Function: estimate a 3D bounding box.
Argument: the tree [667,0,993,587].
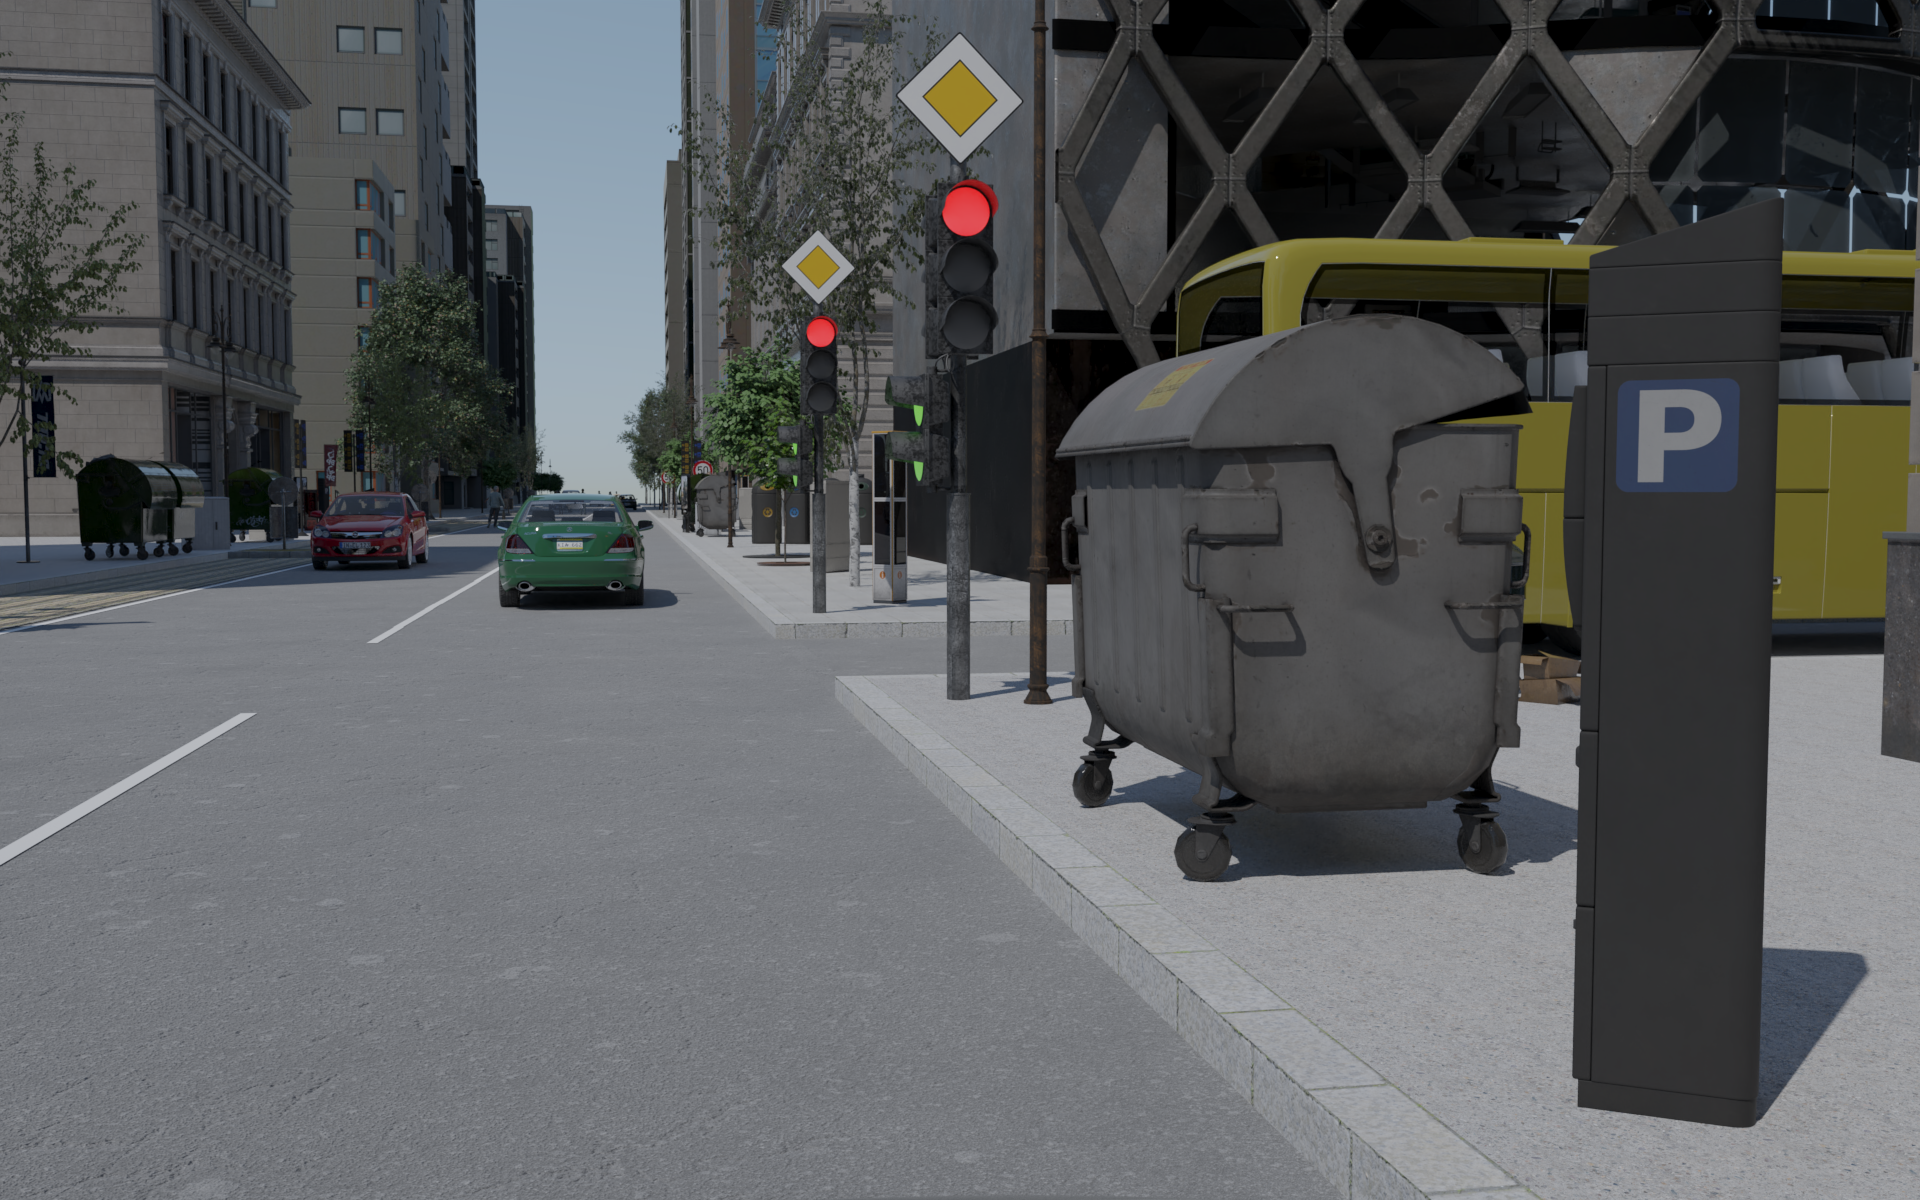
[{"bbox_3d":[-1.701,-4.489,23.759,4.360,8.622,3.978,0,3,0],"label":"tree"}]

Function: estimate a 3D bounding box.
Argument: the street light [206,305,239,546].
[{"bbox_3d":[-18.011,-4.260,42.435,0.468,5.910,1.993,-1,4,-11],"label":"street light"}]

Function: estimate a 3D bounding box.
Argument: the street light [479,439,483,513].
[{"bbox_3d":[-32.293,-8.814,116.900,0.468,5.910,1.993,-1,4,-11],"label":"street light"}]

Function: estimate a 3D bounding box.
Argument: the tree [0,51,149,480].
[{"bbox_3d":[-15.878,-4.763,28.242,4.737,8.622,4.395,0,3,0],"label":"tree"}]

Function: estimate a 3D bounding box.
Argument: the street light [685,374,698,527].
[{"bbox_3d":[-10.370,-5.763,67.020,0.468,5.910,1.993,-1,4,-11],"label":"street light"}]

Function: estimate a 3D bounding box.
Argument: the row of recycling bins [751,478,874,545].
[{"bbox_3d":[-3.724,-2.272,44.254,3.534,1.692,1.069,1,4,21],"label":"row of recycling bins"}]

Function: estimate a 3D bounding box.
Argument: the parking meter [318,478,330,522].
[{"bbox_3d":[-23.351,-3.540,63.586,0.255,1.863,0.399,1,4,12],"label":"parking meter"}]

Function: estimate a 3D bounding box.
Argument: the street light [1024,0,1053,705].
[{"bbox_3d":[0.479,-2.303,10.443,0.468,5.910,1.993,-1,4,-11],"label":"street light"}]

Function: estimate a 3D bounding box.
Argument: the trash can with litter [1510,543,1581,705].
[{"bbox_3d":[3.514,0.027,10.945,0.624,1.170,1.055,-3,5,-44],"label":"trash can with litter"}]

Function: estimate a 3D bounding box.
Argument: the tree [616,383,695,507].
[{"bbox_3d":[-30.660,-16.014,178.844,9.611,12.733,9.660,0,3,0],"label":"tree"}]

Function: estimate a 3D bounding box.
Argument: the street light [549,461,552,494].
[{"bbox_3d":[-53.303,-15.449,225.375,0.468,5.910,1.993,-1,4,-11],"label":"street light"}]

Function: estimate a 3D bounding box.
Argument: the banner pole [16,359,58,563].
[{"bbox_3d":[-17.157,-2.578,32.171,0.863,3.779,0.401,1,4,8],"label":"banner pole"}]

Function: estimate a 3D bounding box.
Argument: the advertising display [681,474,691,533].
[{"bbox_3d":[-9.087,-3.193,57.424,0.123,1.923,0.974,-1,4,-21],"label":"advertising display"}]

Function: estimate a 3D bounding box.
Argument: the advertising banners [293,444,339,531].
[{"bbox_3d":[-22.721,-3.934,60.503,2.074,3.025,0.090,-2,4,-35],"label":"advertising banners"}]

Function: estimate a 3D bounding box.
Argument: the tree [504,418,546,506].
[{"bbox_3d":[-42.077,-13.176,165.784,4.360,8.622,3.978,0,3,0],"label":"tree"}]

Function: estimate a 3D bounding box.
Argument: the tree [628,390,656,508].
[{"bbox_3d":[-16.625,-9.139,99.779,4.360,8.622,3.978,0,3,0],"label":"tree"}]

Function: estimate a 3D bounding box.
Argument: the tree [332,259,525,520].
[{"bbox_3d":[-26.155,-10.262,84.791,9.611,12.733,9.660,0,3,0],"label":"tree"}]

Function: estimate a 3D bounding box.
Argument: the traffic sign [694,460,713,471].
[{"bbox_3d":[-9.702,-3.996,65.440,0.768,2.556,0.104,0,4,-2],"label":"traffic sign"}]

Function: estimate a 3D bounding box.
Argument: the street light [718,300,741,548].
[{"bbox_3d":[-5.510,-4.196,41.386,0.468,5.910,1.993,-1,4,-11],"label":"street light"}]

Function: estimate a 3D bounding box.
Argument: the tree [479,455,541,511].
[{"bbox_3d":[-36.011,-9.264,135.187,4.285,4.588,4.351,0,3,0],"label":"tree"}]

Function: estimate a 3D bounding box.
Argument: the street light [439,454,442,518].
[{"bbox_3d":[-27.582,-7.277,91.762,0.468,5.910,1.993,-1,4,-11],"label":"street light"}]

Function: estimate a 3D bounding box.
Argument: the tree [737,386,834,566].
[{"bbox_3d":[-3.266,-2.235,31.149,1.663,3.219,1.824,0,3,0],"label":"tree"}]

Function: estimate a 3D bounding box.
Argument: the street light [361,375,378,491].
[{"bbox_3d":[-22.925,-5.782,67.329,0.468,5.910,1.993,-1,4,-11],"label":"street light"}]

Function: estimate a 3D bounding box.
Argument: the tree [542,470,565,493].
[{"bbox_3d":[-52.727,-14.267,216.985,4.285,4.588,4.351,0,3,0],"label":"tree"}]

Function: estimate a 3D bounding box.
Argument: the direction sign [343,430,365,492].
[{"bbox_3d":[-21.396,-4.234,61.225,0.876,3.537,0.379,1,4,21],"label":"direction sign"}]

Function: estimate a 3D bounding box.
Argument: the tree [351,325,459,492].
[{"bbox_3d":[-24.597,-7.698,76.217,4.737,8.622,4.395,0,3,0],"label":"tree"}]

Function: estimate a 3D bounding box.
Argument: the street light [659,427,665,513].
[{"bbox_3d":[-20.020,-8.820,116.992,0.468,5.910,1.993,-1,4,-11],"label":"street light"}]

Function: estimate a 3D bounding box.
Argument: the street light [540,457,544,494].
[{"bbox_3d":[-48.194,-13.866,199.498,0.468,5.910,1.993,-1,4,-11],"label":"street light"}]

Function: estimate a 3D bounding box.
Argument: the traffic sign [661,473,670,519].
[{"bbox_3d":[-15.258,-5.544,90.756,0.768,2.556,0.104,0,4,-6],"label":"traffic sign"}]

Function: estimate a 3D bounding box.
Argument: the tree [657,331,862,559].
[{"bbox_3d":[-3.660,-3.131,34.912,4.285,4.588,4.351,0,3,0],"label":"tree"}]

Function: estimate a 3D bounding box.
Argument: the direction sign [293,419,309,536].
[{"bbox_3d":[-20.051,-3.712,52.693,0.379,3.537,0.876,0,4,1],"label":"direction sign"}]

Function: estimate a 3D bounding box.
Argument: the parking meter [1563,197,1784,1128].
[{"bbox_3d":[1.474,0.128,3.622,0.399,1.863,0.255,2,4,23],"label":"parking meter"}]

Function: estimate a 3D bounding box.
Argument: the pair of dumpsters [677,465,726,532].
[{"bbox_3d":[-8.997,-3.535,60.293,1.574,2.255,4.437,-1,4,-11],"label":"pair of dumpsters"}]

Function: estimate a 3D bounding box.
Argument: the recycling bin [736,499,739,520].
[{"bbox_3d":[-11.123,-4.447,85.264,0.722,1.027,0.722,-3,5,-39],"label":"recycling bin"}]

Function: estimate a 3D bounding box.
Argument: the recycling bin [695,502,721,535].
[{"bbox_3d":[-7.852,-2.539,54.060,0.722,1.027,0.722,0,4,-1],"label":"recycling bin"}]

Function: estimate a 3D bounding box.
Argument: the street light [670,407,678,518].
[{"bbox_3d":[-15.187,-7.298,92.108,0.468,5.910,1.993,-1,4,-11],"label":"street light"}]

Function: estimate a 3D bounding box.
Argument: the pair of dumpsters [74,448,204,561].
[{"bbox_3d":[-16.725,-2.007,35.316,1.574,2.255,4.437,-1,4,-11],"label":"pair of dumpsters"}]

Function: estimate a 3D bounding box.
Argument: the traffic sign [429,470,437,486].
[{"bbox_3d":[-27.719,-5.525,90.438,0.768,2.556,0.104,0,4,-2],"label":"traffic sign"}]

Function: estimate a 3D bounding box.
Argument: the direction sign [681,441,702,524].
[{"bbox_3d":[-11.374,-4.980,73.421,0.876,3.537,0.379,-2,4,-24],"label":"direction sign"}]

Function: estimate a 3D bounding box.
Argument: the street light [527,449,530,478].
[{"bbox_3d":[-43.396,-12.326,174.325,0.468,5.910,1.993,-1,4,-11],"label":"street light"}]

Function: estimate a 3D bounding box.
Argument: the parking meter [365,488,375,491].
[{"bbox_3d":[-23.767,-3.753,69.766,0.372,1.533,0.369,0,3,0],"label":"parking meter"}]

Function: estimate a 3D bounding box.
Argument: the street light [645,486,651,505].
[{"bbox_3d":[-40.353,-15.283,222.657,0.468,5.910,1.993,-1,4,-11],"label":"street light"}]

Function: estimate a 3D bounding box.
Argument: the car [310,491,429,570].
[{"bbox_3d":[-11.650,-1.546,34.312,2.155,1.783,4.494,-1,4,-11],"label":"car"}]

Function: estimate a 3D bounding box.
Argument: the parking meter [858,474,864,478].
[{"bbox_3d":[-2.950,-2.693,49.746,0.255,1.863,0.399,3,4,36],"label":"parking meter"}]

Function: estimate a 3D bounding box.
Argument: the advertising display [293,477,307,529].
[{"bbox_3d":[-24.468,-3.613,64.290,0.123,1.923,0.974,0,4,2],"label":"advertising display"}]
